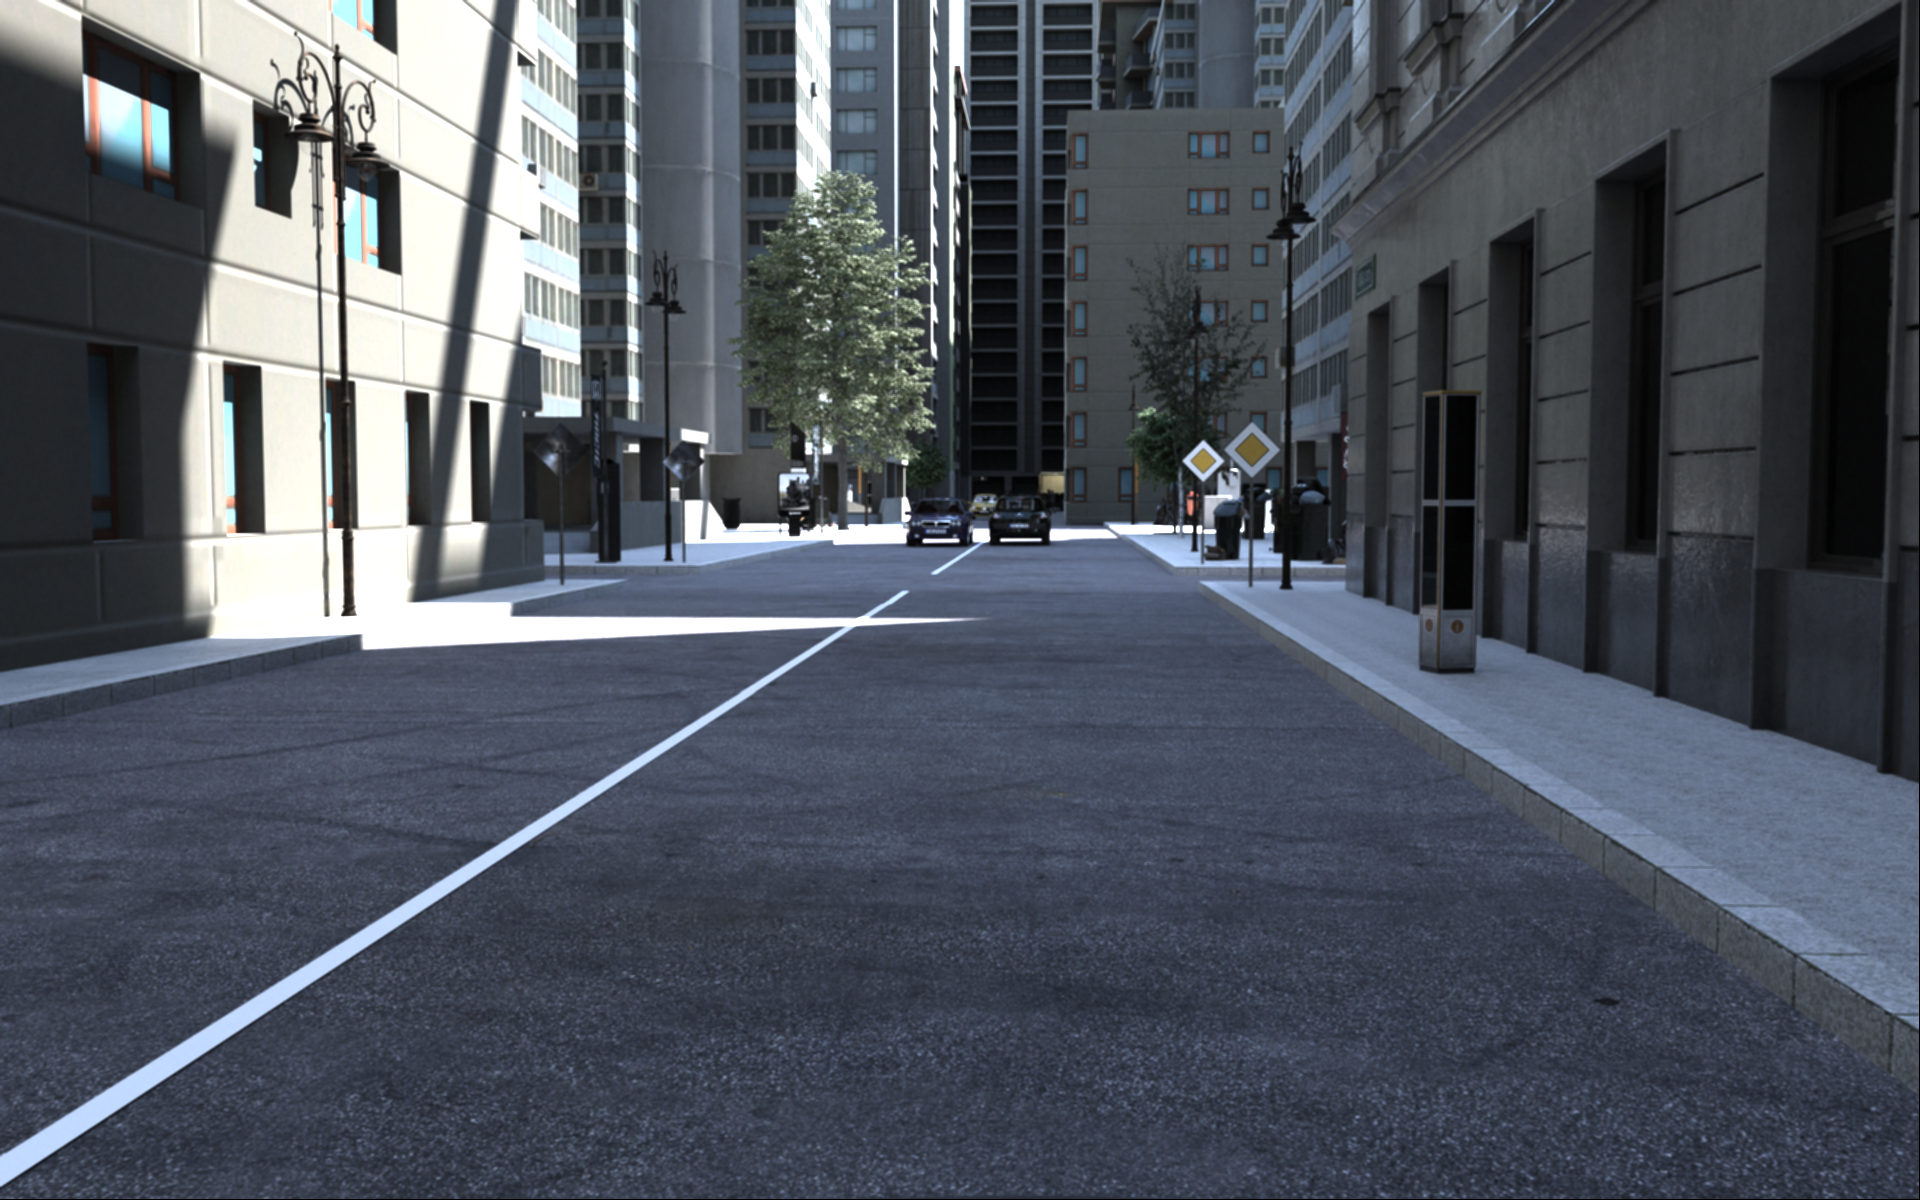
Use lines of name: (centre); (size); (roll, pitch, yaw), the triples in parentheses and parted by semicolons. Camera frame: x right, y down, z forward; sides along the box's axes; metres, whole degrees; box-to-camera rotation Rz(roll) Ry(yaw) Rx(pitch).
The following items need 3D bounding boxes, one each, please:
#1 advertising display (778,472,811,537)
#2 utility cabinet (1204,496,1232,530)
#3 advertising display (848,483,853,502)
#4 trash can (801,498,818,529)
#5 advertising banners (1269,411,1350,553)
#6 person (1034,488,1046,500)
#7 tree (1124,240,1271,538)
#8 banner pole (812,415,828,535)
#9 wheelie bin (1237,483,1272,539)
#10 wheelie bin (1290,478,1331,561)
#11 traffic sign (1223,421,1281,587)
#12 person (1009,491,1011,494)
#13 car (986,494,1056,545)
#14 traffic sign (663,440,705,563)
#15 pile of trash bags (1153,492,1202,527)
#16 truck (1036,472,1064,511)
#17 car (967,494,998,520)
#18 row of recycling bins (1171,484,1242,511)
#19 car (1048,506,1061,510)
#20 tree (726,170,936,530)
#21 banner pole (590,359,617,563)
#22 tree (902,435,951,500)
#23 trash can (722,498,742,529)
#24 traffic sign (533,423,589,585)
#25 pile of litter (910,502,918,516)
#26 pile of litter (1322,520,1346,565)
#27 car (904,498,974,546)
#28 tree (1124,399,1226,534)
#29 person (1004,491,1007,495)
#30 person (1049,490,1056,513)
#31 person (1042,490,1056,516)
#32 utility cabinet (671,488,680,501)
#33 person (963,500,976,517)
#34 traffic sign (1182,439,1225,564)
advertising display: (-4.942, -2.839, 51.626); (0.974, 1.923, 0.123); (-1, 4, -14)
utility cabinet: (9.188, -3.106, 61.948); (1.020, 1.237, 0.306); (3, 4, 36)
advertising display: (-6.616, -6.025, 103.722); (0.123, 1.923, 0.974); (1, 4, 11)
trash can: (-5.543, -3.147, 63.099); (0.748, 1.137, 0.748); (0, 3, 0)
advertising banners: (7.634, -2.501, 37.079); (2.074, 3.025, 0.090); (2, 4, 31)
person: (5.480, -6.953, 122.141); (1.348, 1.831, 0.705); (1, 4, 19)
tree: (6.523, -6.093, 49.981); (4.360, 8.622, 3.978); (0, 3, 0)
banner pole: (-4.490, -3.968, 54.891); (0.401, 3.779, 0.863); (-2, 4, -32)
wheelie bin: (8.371, -2.523, 49.157); (0.980, 1.594, 0.693); (0, 4, 3)
wheelie bin: (6.711, -1.559, 33.403); (0.693, 1.594, 0.980); (-2, 4, -26)
traffic sign: (4.010, -1.236, 23.848); (0.795, 2.450, 0.064); (0, 4, 3)
person: (4.415, -8.630, 150.279); (0.721, 1.739, 1.217); (-3, 5, -43)
car: (1.739, -2.443, 49.737); (2.009, 1.686, 4.222); (0, 4, 3)
traffic sign: (-5.166, -1.758, 32.384); (0.795, 2.450, 0.064); (0, 4, 3)
pile of trash bags: (9.008, -3.668, 69.719); (1.912, 1.369, 3.447); (0, 4, -7)
truck: (8.188, -9.410, 149.779); (3.469, 3.379, 9.791); (0, 4, 4)
car: (1.455, -5.347, 97.648); (2.015, 1.641, 3.980); (0, 4, 3)
row of recycling bins: (10.540, -3.981, 72.202); (3.534, 1.692, 1.069); (1, 4, 11)
car: (8.709, -9.272, 161.813); (2.015, 1.641, 3.980); (0, 4, 3)
tree: (-4.599, -8.775, 61.604); (7.486, 12.596, 7.792); (0, 3, 0)
banner pole: (-6.645, -2.567, 31.992); (0.401, 3.779, 0.863); (1, 4, 10)
tree: (-2.197, -6.884, 96.259); (4.285, 4.588, 4.351); (0, 3, 0)
trash can: (-8.364, -3.170, 63.482); (0.748, 1.137, 0.748); (0, 3, 0)
traffic sign: (-5.618, -1.270, 24.412); (0.795, 2.450, 0.064); (0, 4, 3)
pile of litter: (-2.395, -5.231, 99.493); (1.719, 0.858, 1.176); (-3, 5, -43)
pile of litter: (7.425, -1.099, 31.928); (1.719, 0.858, 1.176); (-1, 4, -10)
car: (-0.548, -2.205, 48.638); (1.945, 1.354, 3.894); (0, 4, 3)
tree: (6.987, -4.441, 56.320); (4.285, 4.588, 4.351); (0, 3, 0)
person: (4.418, -9.820, 169.767); (1.217, 1.736, 0.721); (2, 4, 29)
person: (6.895, -7.333, 129.307); (0.541, 1.710, 0.530); (1, 4, 16)
person: (5.857, -6.470, 115.006); (1.217, 1.735, 0.721); (-2, 4, -27)
utility cabinet: (-11.248, -3.631, 68.045); (1.173, 1.500, 0.318); (1, 4, 20)
person: (0.164, -3.948, 78.542); (0.738, 1.151, 1.012); (-2, 4, -32)
traffic sign: (4.462, -1.723, 31.820); (0.795, 2.450, 0.064); (0, 4, 3)
